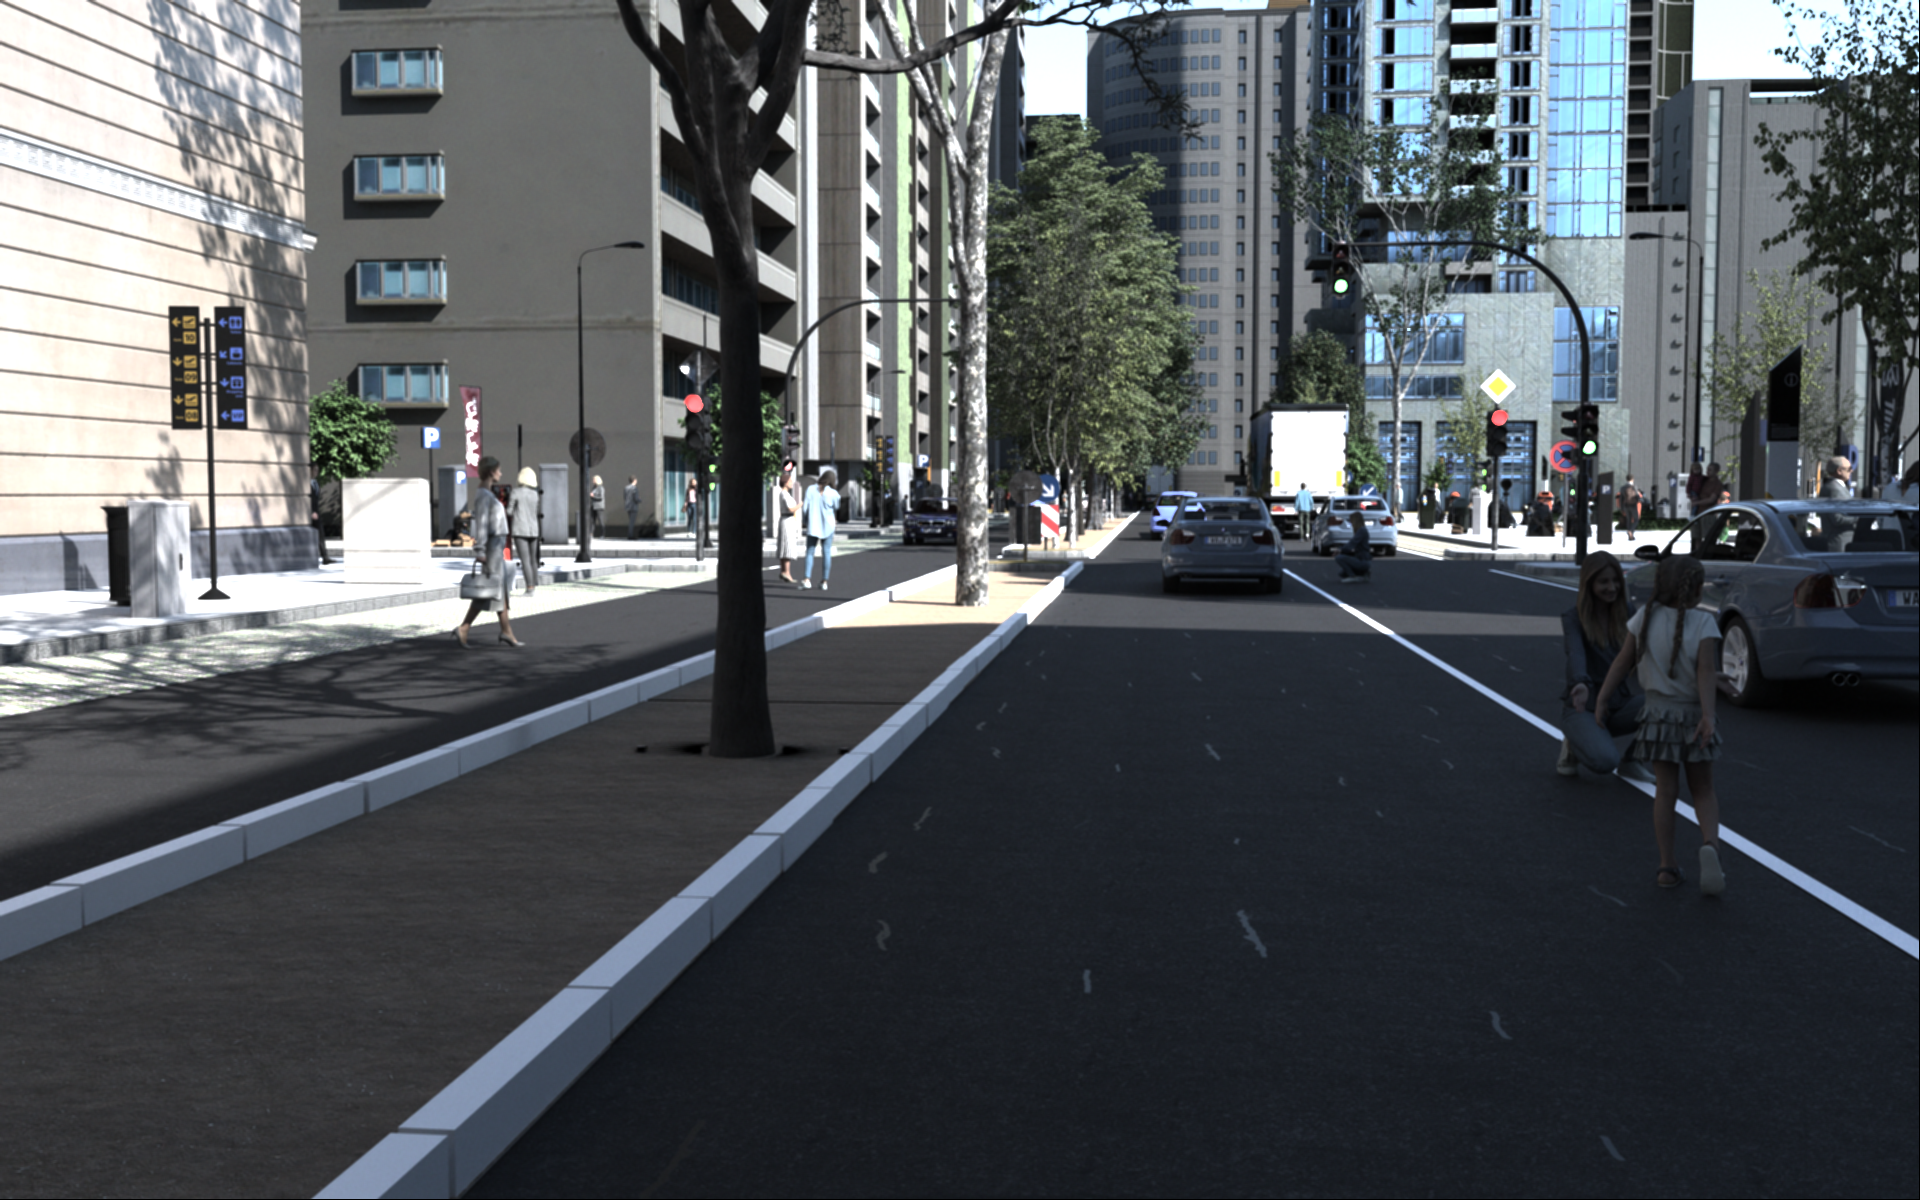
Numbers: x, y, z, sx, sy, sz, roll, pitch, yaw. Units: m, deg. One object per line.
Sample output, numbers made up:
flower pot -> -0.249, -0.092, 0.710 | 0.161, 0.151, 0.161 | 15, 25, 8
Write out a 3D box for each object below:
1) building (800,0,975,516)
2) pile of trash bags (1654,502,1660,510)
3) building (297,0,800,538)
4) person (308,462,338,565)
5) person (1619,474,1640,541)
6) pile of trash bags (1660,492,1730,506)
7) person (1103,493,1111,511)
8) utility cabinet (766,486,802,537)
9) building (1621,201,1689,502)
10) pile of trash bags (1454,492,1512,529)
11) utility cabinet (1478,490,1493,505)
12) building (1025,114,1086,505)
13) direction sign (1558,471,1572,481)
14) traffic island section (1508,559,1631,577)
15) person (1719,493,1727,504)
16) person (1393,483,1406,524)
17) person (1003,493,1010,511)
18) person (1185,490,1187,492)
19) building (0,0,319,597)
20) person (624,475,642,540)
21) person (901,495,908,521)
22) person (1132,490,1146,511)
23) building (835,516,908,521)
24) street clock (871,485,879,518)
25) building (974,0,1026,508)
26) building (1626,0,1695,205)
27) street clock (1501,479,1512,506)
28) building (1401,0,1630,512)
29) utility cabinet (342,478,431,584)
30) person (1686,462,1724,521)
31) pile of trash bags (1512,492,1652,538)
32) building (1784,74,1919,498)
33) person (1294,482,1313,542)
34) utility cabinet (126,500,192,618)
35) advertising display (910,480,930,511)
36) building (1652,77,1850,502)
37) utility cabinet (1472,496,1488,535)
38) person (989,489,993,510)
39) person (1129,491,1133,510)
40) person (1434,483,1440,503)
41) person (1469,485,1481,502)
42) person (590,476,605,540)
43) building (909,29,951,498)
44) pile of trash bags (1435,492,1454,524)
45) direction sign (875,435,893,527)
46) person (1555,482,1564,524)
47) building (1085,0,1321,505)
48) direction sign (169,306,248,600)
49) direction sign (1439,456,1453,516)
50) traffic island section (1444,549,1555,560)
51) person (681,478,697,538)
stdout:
building -> -6.621, -26.915, 123.656 | 14.154, 41.232, 14.086 | 0, 4, 6
pile of trash bags -> 41.115, -5.780, 104.249 | 1.912, 1.369, 3.447 | -3, 5, -43
building -> -18.211, -26.706, 60.339 | 21.300, 48.544, 21.600 | 0, 4, 6
person -> -11.634, -1.553, 31.219 | 0.755, 1.850, 0.659 | 1, 4, 17
person -> 18.343, -2.534, 47.443 | 0.622, 1.834, 0.822 | 3, 5, 44
pile of trash bags -> 36.086, -4.546, 84.072 | 1.912, 1.369, 3.447 | -1, 4, -16
person -> 12.702, -8.692, 150.616 | 1.348, 1.824, 0.705 | 1, 4, 18
utility cabinet -> -5.190, -2.588, 50.988 | 0.318, 1.500, 1.173 | 3, 4, 39
building -> 64.070, -24.669, 175.037 | 14.107, 30.474, 14.160 | 0, 4, 6
pile of trash bags -> 20.374, -3.364, 64.748 | 3.447, 1.369, 1.912 | 1, 4, 16
utility cabinet -> 31.793, -5.890, 104.974 | 1.173, 1.500, 0.318 | -3, 4, -36
building -> 4.635, -36.009, 212.453 | 21.600, 48.544, 21.300 | 0, 4, 6
direction sign -> 37.557, -7.066, 107.524 | 0.876, 3.537, 0.379 | 0, 4, -2
traffic island section -> 11.172, -0.541, 31.121 | 2.009, 0.180, 2.903 | 0, 4, 6
person -> 17.357, -1.782, 39.432 | 0.306, 1.304, 0.590 | 2, 4, 35
person -> 19.168, -4.222, 75.555 | 0.515, 1.767, 0.782 | 0, 4, 5
person -> 3.559, -7.626, 130.664 | 0.705, 1.831, 1.348 | -1, 4, -14
person -> 20.489, -9.083, 157.098 | 1.348, 1.812, 0.705 | 3, 4, 36
building -> -21.401, -14.556, 23.897 | 20.117, 28.700, 13.634 | 0, 4, 6
person -> -9.107, -2.584, 48.489 | 0.606, 1.804, 0.583 | 3, 4, 37
person -> -2.642, -4.394, 82.569 | 0.352, 1.250, 0.332 | 0, 4, -3
person -> 15.457, -8.595, 149.124 | 1.348, 1.812, 0.705 | -1, 4, -17
building -> -10.297, -24.589, 85.625 | 14.154, 41.232, 14.086 | 0, 4, 6
street clock -> -3.711, -4.404, 76.570 | 0.358, 2.002, 0.471 | 3, 5, 40
building -> -7.580, -38.942, 178.706 | 28.212, 58.520, 21.231 | 0, 4, 6
building -> 74.738, -46.825, 203.836 | 20.611, 71.187, 20.563 | 0, 4, 6
street clock -> 26.778, -4.915, 84.932 | 0.471, 2.002, 0.358 | -1, 4, -14
building -> 39.916, -50.384, 136.447 | 22.319, 86.520, 31.000 | 0, 4, 6
utility cabinet -> -8.134, -0.973, 24.585 | 1.173, 1.500, 0.318 | 1, 4, 9
person -> 12.576, -1.426, 29.340 | 0.580, 1.828, 0.573 | 1, 4, 10
pile of trash bags -> 18.577, -2.565, 51.692 | 3.447, 1.369, 1.912 | 2, 4, 34
building -> 92.096, -29.857, 171.751 | 14.086, 41.232, 14.154 | 0, 4, 6
person -> 10.356, -2.652, 52.199 | 0.601, 1.785, 0.444 | 0, 4, -1
utility cabinet -> -8.480, -0.442, 18.389 | 0.306, 1.237, 1.020 | 0, 4, -5
advertising display -> -1.888, -4.682, 81.762 | 0.974, 1.923, 0.123 | 1, 4, 9
building -> 78.125, -29.967, 173.549 | 14.086, 41.232, 14.154 | 0, 4, 6
utility cabinet -> 16.240, -2.625, 54.082 | 0.306, 1.237, 1.020 | 2, 4, 27
person -> 2.537, -8.266, 141.972 | 0.721, 1.735, 1.217 | 1, 4, 10
person -> 15.907, -9.241, 160.522 | 0.436, 1.711, 0.756 | 1, 4, 17
person -> 21.417, -4.399, 78.184 | 0.478, 1.798, 0.641 | 0, 4, -3
person -> 25.469, -4.865, 85.763 | 0.592, 1.802, 0.473 | 2, 4, 25
person -> -10.242, -2.600, 48.741 | 0.526, 1.800, 0.537 | -3, 5, -40
building -> -8.359, -20.565, 107.931 | 14.160, 30.474, 14.107 | 0, 4, 6
pile of trash bags -> 21.250, -4.017, 75.427 | 1.912, 1.369, 3.447 | 2, 4, 27
direction sign -> -2.928, -4.595, 67.127 | 0.876, 3.537, 0.379 | -3, 5, -43
person -> 21.747, -3.457, 62.425 | 0.748, 1.841, 0.638 | 1, 4, 9
building -> 29.407, -40.830, 209.561 | 28.212, 58.520, 21.231 | 0, 4, 6
direction sign -> -9.081, -1.773, 20.986 | 0.876, 3.537, 0.379 | 0, 4, -5
direction sign -> 28.825, -6.782, 102.890 | 0.876, 3.537, 0.379 | 0, 4, -2
traffic island section -> 12.075, -1.026, 39.055 | 2.009, 0.180, 2.903 | 0, 4, 6
person -> -7.942, -2.732, 51.306 | 0.593, 1.750, 0.643 | 0, 4, 6
